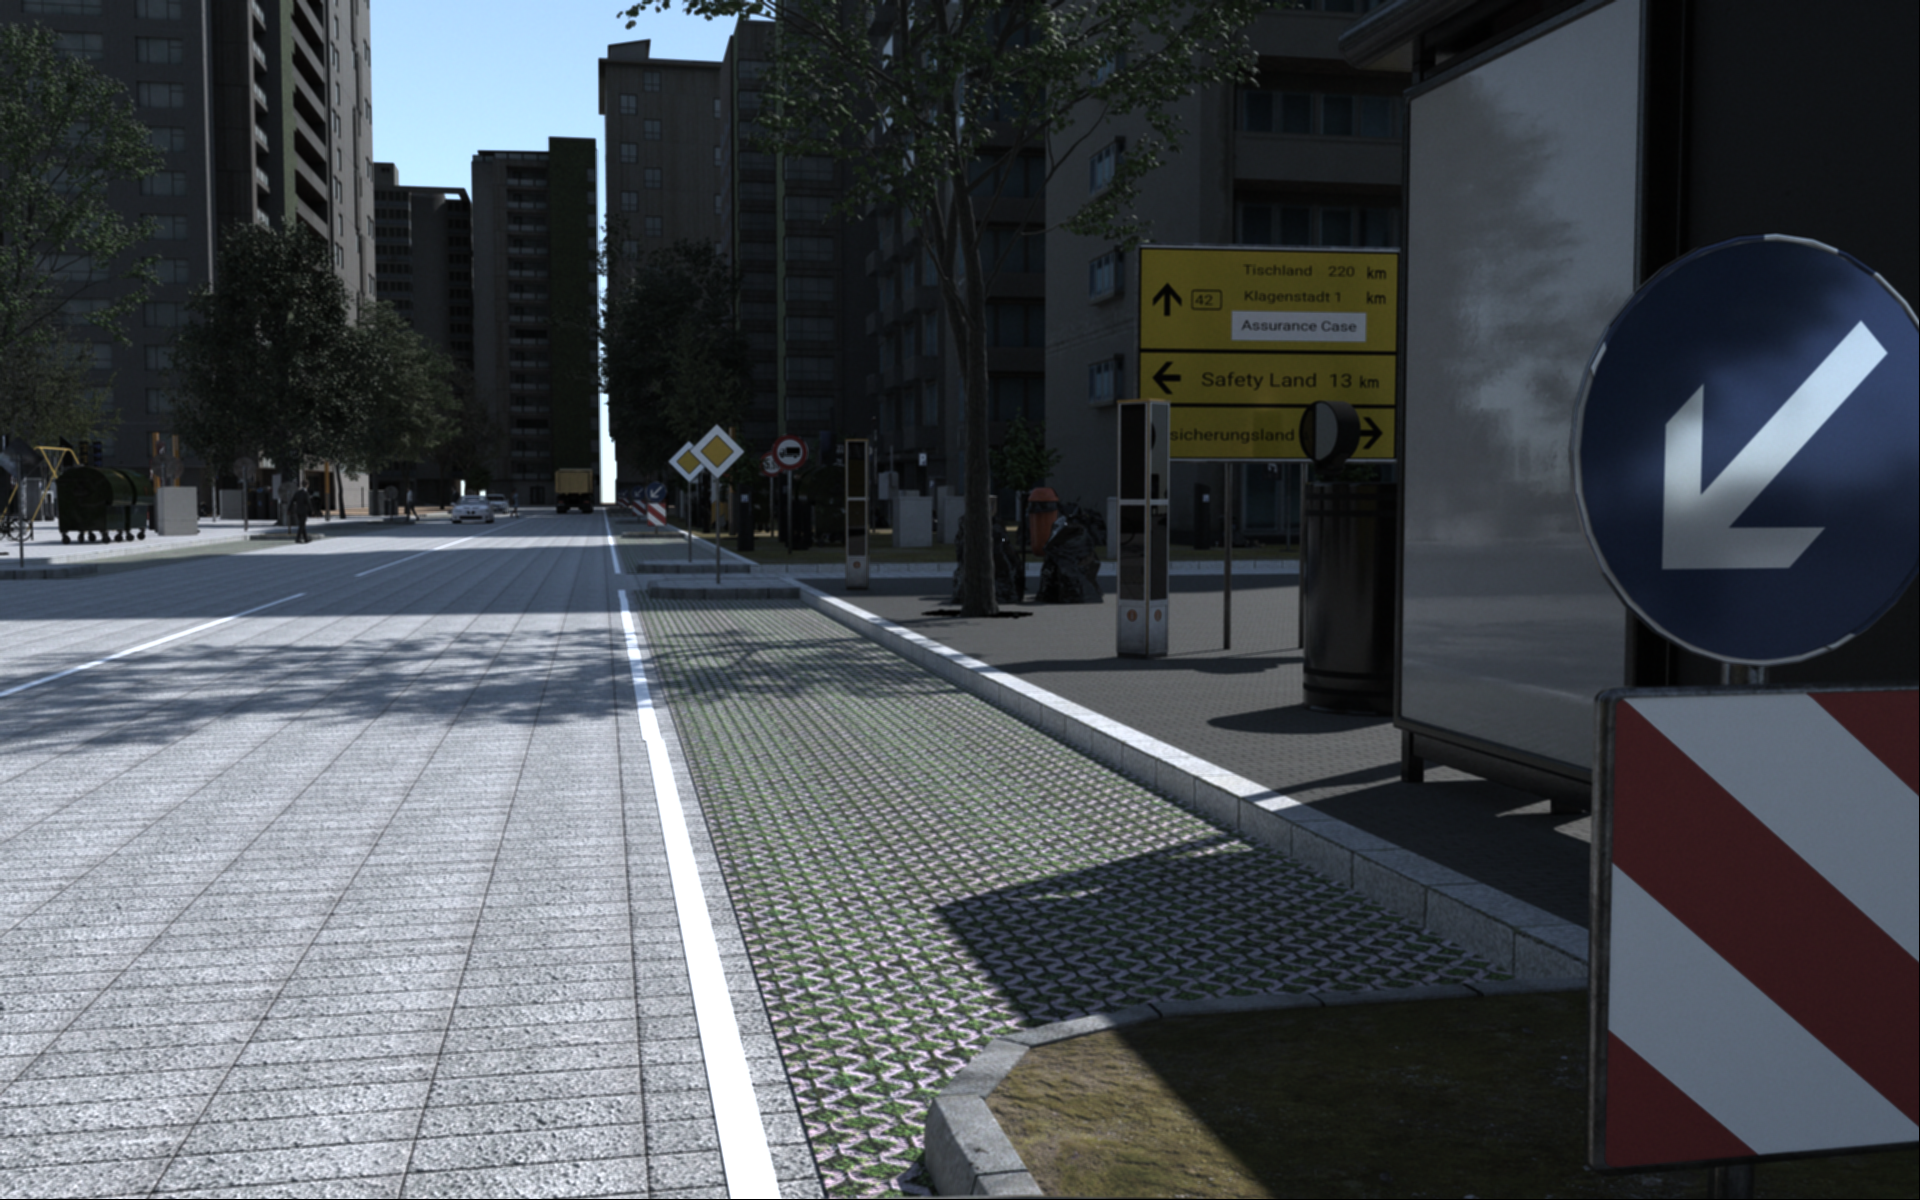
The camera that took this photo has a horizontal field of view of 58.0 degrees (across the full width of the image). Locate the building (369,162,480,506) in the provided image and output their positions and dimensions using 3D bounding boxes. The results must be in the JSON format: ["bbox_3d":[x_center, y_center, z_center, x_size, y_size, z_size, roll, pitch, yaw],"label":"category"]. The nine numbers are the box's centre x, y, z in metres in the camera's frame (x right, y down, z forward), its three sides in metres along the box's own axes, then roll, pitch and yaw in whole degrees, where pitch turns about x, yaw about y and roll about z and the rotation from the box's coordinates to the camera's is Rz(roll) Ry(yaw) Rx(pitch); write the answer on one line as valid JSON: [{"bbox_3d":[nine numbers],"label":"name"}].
[{"bbox_3d":[-69.465,-31.400,205.270,23.993,40.220,32.217,-1,4,-12],"label":"building"}]

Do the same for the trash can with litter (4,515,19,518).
[{"bbox_3d":[-51.019,-5.105,94.525,2.233,1.210,1.678,-2,4,-34],"label":"trash can with litter"}]

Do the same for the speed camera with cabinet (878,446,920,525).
[{"bbox_3d":[-2.518,-4.731,71.683,0.660,3.252,2.038,3,4,38],"label":"speed camera with cabinet"}]

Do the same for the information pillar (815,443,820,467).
[{"bbox_3d":[-6.026,-5.081,74.434,0.504,3.616,0.183,3,5,43],"label":"information pillar"}]

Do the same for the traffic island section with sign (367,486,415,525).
[{"bbox_3d":[-26.670,-4.444,81.281,1.989,1.847,2.006,-1,4,-12],"label":"traffic island section with sign"}]

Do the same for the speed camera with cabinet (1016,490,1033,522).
[{"bbox_3d":[3.622,-5.202,79.395,2.038,3.252,0.660,0,4,-6],"label":"speed camera with cabinet"}]

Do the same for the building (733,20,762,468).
[{"bbox_3d":[-13.166,-28.812,154.669,14.154,41.232,14.086,-1,4,-12],"label":"building"}]

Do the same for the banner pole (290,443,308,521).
[{"bbox_3d":[-31.969,-5.729,83.680,0.863,3.779,0.401,-3,4,-38],"label":"banner pole"}]

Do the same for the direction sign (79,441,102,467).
[{"bbox_3d":[-37.365,-5.047,74.518,0.876,3.537,0.379,-3,5,-41],"label":"direction sign"}]

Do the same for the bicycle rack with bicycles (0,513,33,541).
[{"bbox_3d":[-26.574,-2.064,47.126,2.925,0.926,2.852,0,4,6],"label":"bicycle rack with bicycles"}]

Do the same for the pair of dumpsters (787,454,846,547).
[{"bbox_3d":[-3.367,-2.526,43.801,1.574,2.255,4.437,-1,4,-12],"label":"pair of dumpsters"}]

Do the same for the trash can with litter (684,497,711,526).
[{"bbox_3d":[-10.438,-3.519,68.919,1.055,1.170,0.624,1,4,12],"label":"trash can with litter"}]

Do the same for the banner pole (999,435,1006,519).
[{"bbox_3d":[1.943,-5.136,73.986,0.863,3.779,0.401,-1,4,-8],"label":"banner pole"}]

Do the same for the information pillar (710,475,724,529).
[{"bbox_3d":[-8.957,-4.435,63.873,0.504,3.616,0.183,1,4,9],"label":"information pillar"}]

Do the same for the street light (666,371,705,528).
[{"bbox_3d":[-10.401,-5.686,65.514,1.470,5.913,1.316,-1,4,-12],"label":"street light"}]

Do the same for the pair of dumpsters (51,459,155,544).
[{"bbox_3d":[-22.848,-2.675,46.231,1.574,2.255,4.437,-1,4,-12],"label":"pair of dumpsters"}]

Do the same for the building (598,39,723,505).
[{"bbox_3d":[-29.786,-38.055,211.444,27.495,52.752,28.713,-1,4,-12],"label":"building"}]

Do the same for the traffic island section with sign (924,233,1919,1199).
[{"bbox_3d":[0.984,0.319,3.406,1.989,1.847,2.006,-1,4,-12],"label":"traffic island section with sign"}]

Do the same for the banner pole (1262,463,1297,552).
[{"bbox_3d":[7.146,-2.982,38.768,0.863,3.779,0.401,2,4,30],"label":"banner pole"}]

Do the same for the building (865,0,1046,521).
[{"bbox_3d":[6.957,-29.108,95.532,23.786,49.044,30.456,-1,4,-12],"label":"building"}]

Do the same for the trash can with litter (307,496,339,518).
[{"bbox_3d":[-34.728,-5.036,93.403,2.233,1.210,1.678,-1,4,-10],"label":"trash can with litter"}]

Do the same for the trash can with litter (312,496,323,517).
[{"bbox_3d":[-35.772,-5.189,96.225,0.624,1.170,1.055,0,4,-6],"label":"trash can with litter"}]

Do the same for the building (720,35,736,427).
[{"bbox_3d":[-15.750,-31.701,168.425,14.600,45.320,14.200,-1,4,-12],"label":"building"}]

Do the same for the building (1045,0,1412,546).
[{"bbox_3d":[13.969,-26.305,53.787,21.600,48.544,21.300,-1,4,-12],"label":"building"}]

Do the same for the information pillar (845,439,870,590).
[{"bbox_3d":[-1.374,-1.147,23.242,0.304,2.012,0.304,0,4,1],"label":"information pillar"}]

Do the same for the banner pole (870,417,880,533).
[{"bbox_3d":[-2.765,-4.052,56.260,0.401,3.779,0.863,-1,4,-12],"label":"banner pole"}]

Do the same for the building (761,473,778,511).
[{"bbox_3d":[0.340,-27.291,138.083,32.217,40.220,23.993,-1,4,-12],"label":"building"}]

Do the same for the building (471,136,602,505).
[{"bbox_3d":[-48.889,-31.624,200.642,14.086,41.232,14.154,-1,4,-12],"label":"building"}]

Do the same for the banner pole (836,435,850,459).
[{"bbox_3d":[-4.962,-5.111,73.576,0.863,3.779,0.401,0,4,0],"label":"banner pole"}]

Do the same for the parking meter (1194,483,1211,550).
[{"bbox_3d":[5.597,-1.934,40.028,0.372,1.533,0.369,0,3,0],"label":"parking meter"}]

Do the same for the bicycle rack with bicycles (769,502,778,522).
[{"bbox_3d":[-9.470,-4.125,80.832,2.925,0.926,2.852,-1,4,-22],"label":"bicycle rack with bicycles"}]

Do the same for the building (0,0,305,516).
[{"bbox_3d":[-49.409,-25.886,106.825,14.154,41.232,14.086,-1,4,-12],"label":"building"}]

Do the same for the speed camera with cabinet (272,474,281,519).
[{"bbox_3d":[-30.828,-5.174,78.925,0.660,3.252,2.038,-1,4,-9],"label":"speed camera with cabinet"}]

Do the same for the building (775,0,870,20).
[{"bbox_3d":[-5.570,-26.524,117.268,14.154,41.232,14.086,-1,4,-12],"label":"building"}]

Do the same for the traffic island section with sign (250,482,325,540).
[{"bbox_3d":[-21.099,-2.801,54.420,1.989,1.847,2.006,-1,4,-12],"label":"traffic island section with sign"}]

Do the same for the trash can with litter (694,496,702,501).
[{"bbox_3d":[-12.400,-4.523,85.014,2.233,1.210,1.678,0,4,-5],"label":"trash can with litter"}]

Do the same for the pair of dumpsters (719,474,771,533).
[{"bbox_3d":[-7.329,-3.481,59.415,1.574,2.255,4.437,-1,4,-12],"label":"pair of dumpsters"}]

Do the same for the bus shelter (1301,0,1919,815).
[{"bbox_3d":[3.046,-1.756,6.335,2.179,5.291,8.768,-1,4,-12],"label":"bus shelter"}]

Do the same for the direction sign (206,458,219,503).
[{"bbox_3d":[-42.910,-6.571,99.440,0.876,3.537,0.379,1,4,18],"label":"direction sign"}]

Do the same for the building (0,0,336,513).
[{"bbox_3d":[-57.654,-30.543,123.085,21.300,48.544,21.600,-1,4,-12],"label":"building"}]

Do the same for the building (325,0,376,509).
[{"bbox_3d":[-66.268,-34.351,150.873,27.495,52.752,28.713,-1,4,-12],"label":"building"}]

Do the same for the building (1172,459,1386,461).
[{"bbox_3d":[26.966,-19.983,171.768,28.899,21.520,27.650,-1,4,-12],"label":"building"}]

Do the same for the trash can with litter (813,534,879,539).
[{"bbox_3d":[-3.498,-2.379,49.957,2.233,1.210,1.678,0,4,3],"label":"trash can with litter"}]

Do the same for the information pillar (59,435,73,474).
[{"bbox_3d":[-35.216,-4.706,68.297,0.504,3.616,0.183,0,4,-3],"label":"information pillar"}]

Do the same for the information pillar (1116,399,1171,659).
[{"bbox_3d":[1.436,-0.555,13.570,0.304,2.012,0.304,3,5,41],"label":"information pillar"}]

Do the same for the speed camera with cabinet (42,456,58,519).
[{"bbox_3d":[-47.277,-5.846,89.921,0.660,3.252,2.038,1,4,10],"label":"speed camera with cabinet"}]

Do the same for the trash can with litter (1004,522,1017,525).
[{"bbox_3d":[1.238,-3.705,71.634,2.233,1.210,1.678,1,4,9],"label":"trash can with litter"}]
